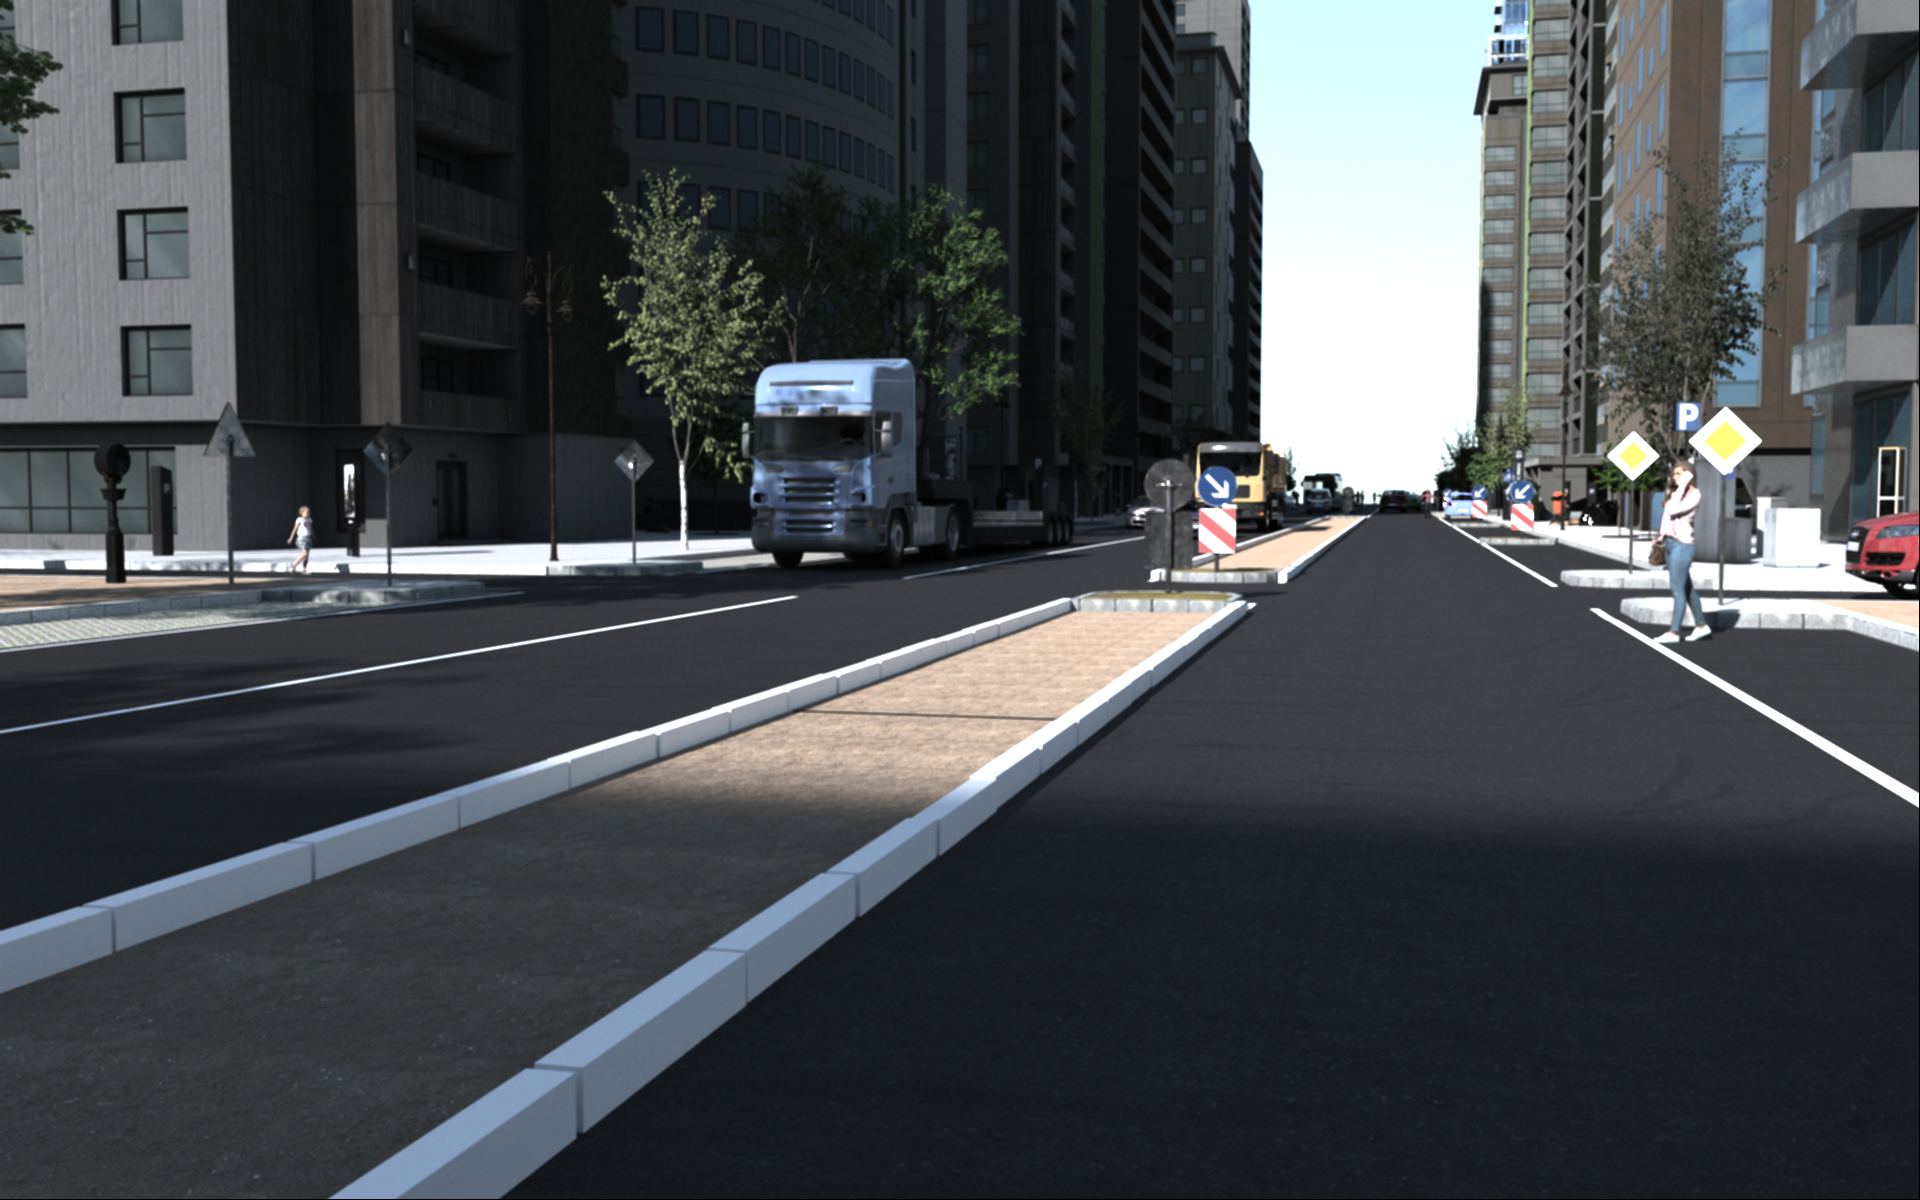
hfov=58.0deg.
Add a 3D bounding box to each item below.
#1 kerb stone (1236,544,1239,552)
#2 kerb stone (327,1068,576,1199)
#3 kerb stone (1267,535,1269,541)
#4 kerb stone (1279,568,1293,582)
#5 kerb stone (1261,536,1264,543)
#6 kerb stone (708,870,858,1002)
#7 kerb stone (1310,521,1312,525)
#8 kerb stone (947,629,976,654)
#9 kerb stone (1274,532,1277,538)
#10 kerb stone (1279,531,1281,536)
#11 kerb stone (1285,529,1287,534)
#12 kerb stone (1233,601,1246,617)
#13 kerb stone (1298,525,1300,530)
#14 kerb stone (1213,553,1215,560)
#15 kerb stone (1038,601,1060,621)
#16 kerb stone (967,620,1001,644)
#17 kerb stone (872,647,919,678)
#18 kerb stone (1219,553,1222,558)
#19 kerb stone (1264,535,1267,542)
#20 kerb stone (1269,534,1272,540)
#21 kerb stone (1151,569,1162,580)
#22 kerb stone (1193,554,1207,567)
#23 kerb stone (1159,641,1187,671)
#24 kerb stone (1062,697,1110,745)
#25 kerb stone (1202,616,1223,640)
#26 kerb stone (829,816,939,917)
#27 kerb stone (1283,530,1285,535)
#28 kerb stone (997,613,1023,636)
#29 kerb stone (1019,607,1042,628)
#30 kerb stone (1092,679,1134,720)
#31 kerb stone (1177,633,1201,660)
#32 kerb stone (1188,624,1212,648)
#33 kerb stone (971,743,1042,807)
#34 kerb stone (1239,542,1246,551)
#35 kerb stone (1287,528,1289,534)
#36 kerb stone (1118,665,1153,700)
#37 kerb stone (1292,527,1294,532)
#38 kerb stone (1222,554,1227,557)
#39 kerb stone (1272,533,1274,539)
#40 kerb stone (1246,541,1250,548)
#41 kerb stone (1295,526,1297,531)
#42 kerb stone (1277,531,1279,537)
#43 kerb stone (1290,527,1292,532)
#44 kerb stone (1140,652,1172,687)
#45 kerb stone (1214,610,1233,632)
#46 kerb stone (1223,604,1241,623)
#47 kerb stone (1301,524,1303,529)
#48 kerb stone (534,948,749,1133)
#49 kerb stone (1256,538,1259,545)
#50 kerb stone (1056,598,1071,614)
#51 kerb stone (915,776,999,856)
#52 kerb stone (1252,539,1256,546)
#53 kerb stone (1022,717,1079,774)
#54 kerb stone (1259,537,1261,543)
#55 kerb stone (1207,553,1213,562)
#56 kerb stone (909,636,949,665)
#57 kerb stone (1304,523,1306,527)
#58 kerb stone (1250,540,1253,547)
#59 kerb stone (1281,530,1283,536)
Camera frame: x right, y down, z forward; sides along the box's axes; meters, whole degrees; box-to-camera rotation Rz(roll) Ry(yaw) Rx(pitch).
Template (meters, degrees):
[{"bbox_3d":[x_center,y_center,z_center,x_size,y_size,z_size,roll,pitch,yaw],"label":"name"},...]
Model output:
[{"bbox_3d":[6.637,-1.223,42.194,0.120,0.150,1.000,1,4,14],"label":"kerb stone"},{"bbox_3d":[-1.033,1.152,3.377,0.120,0.150,1.000,1,4,14],"label":"kerb stone"},{"bbox_3d":[9.142,-1.831,52.139,0.120,0.150,1.000,1,4,14],"label":"kerb stone"},{"bbox_3d":[5.393,-0.398,28.779,0.120,0.150,1.000,1,4,14],"label":"kerb stone"},{"bbox_3d":[8.636,-1.710,50.152,0.120,0.150,1.000,1,4,14],"label":"kerb stone"},{"bbox_3d":[-0.533,1.029,5.368,0.120,0.150,1.000,1,4,14],"label":"kerb stone"},{"bbox_3d":[15.430,-3.349,76.973,0.120,0.150,1.000,1,4,14],"label":"kerb stone"},{"bbox_3d":[-0.055,0.398,15.824,0.120,0.150,1.000,1,4,14],"label":"kerb stone"},{"bbox_3d":[9.900,-2.013,55.114,0.120,0.150,1.000,1,4,14],"label":"kerb stone"},{"bbox_3d":[10.397,-2.133,57.100,0.120,0.150,1.000,1,4,14],"label":"kerb stone"},{"bbox_3d":[11.148,-2.317,60.077,0.120,0.150,1.000,1,4,14],"label":"kerb stone"},{"bbox_3d":[3.250,0.120,20.278,0.120,0.150,1.000,1,4,14],"label":"kerb stone"},{"bbox_3d":[13.160,-2.801,68.034,0.120,0.150,1.000,1,4,14],"label":"kerb stone"},{"bbox_3d":[5.372,-0.917,37.233,0.120,0.150,1.000,1,4,14],"label":"kerb stone"},{"bbox_3d":[0.956,0.149,19.802,0.120,0.150,1.000,1,4,14],"label":"kerb stone"},{"bbox_3d":[0.201,0.329,16.817,0.120,0.150,1.000,1,4,14],"label":"kerb stone"},{"bbox_3d":[-0.543,0.512,13.828,0.120,0.150,1.000,1,4,14],"label":"kerb stone"},{"bbox_3d":[5.620,-0.980,38.225,0.120,0.150,1.000,1,4,14],"label":"kerb stone"},{"bbox_3d":[8.893,-1.771,51.147,0.120,0.150,1.000,1,4,14],"label":"kerb stone"},{"bbox_3d":[9.392,-1.892,53.130,0.120,0.150,1.000,1,4,14],"label":"kerb stone"},{"bbox_3d":[3.364,-0.432,29.282,0.120,0.150,1.000,1,4,14],"label":"kerb stone"},{"bbox_3d":[4.864,-0.798,35.244,0.120,0.150,1.000,1,4,14],"label":"kerb stone"},{"bbox_3d":[1.739,0.482,14.320,0.120,0.150,1.000,1,4,14],"label":"kerb stone"},{"bbox_3d":[0.737,0.727,10.343,0.120,0.150,1.000,1,4,14],"label":"kerb stone"},{"bbox_3d":[2.494,0.299,17.299,0.120,0.150,1.000,1,4,14],"label":"kerb stone"},{"bbox_3d":[-0.274,0.968,6.362,0.120,0.150,1.000,1,4,14],"label":"kerb stone"},{"bbox_3d":[10.894,-2.256,59.083,0.120,0.150,1.000,1,4,14],"label":"kerb stone"},{"bbox_3d":[0.460,0.268,17.806,0.120,0.150,1.000,1,4,14],"label":"kerb stone"},{"bbox_3d":[0.707,0.208,18.798,0.120,0.150,1.000,1,4,14],"label":"kerb stone"},{"bbox_3d":[0.987,0.665,11.339,0.120,0.150,1.000,1,4,14],"label":"kerb stone"},{"bbox_3d":[1.990,0.428,15.311,0.120,0.150,1.000,1,4,14],"label":"kerb stone"},{"bbox_3d":[2.236,0.360,16.303,0.120,0.150,1.000,1,4,14],"label":"kerb stone"},{"bbox_3d":[0.225,0.847,8.348,0.120,0.150,1.000,1,4,14],"label":"kerb stone"},{"bbox_3d":[7.136,-1.345,44.190,0.120,0.150,1.000,1,4,14],"label":"kerb stone"},{"bbox_3d":[11.404,-2.377,61.066,0.120,0.150,1.000,1,4,14],"label":"kerb stone"},{"bbox_3d":[1.228,0.606,12.333,0.120,0.150,1.000,1,4,14],"label":"kerb stone"},{"bbox_3d":[12.154,-2.558,64.047,0.120,0.150,1.000,1,4,14],"label":"kerb stone"},{"bbox_3d":[5.877,-1.038,39.220,0.120,0.150,1.000,1,4,14],"label":"kerb stone"},{"bbox_3d":[9.645,-1.953,54.124,0.120,0.150,1.000,1,4,14],"label":"kerb stone"},{"bbox_3d":[7.388,-1.406,45.184,0.120,0.150,1.000,1,4,14],"label":"kerb stone"},{"bbox_3d":[12.661,-2.681,66.037,0.120,0.150,1.000,1,4,14],"label":"kerb stone"},{"bbox_3d":[10.148,-2.074,56.109,0.120,0.150,1.000,1,4,14],"label":"kerb stone"},{"bbox_3d":[11.909,-2.499,63.051,0.120,0.150,1.000,1,4,14],"label":"kerb stone"},{"bbox_3d":[1.489,0.543,13.321,0.120,0.150,1.000,1,4,14],"label":"kerb stone"},{"bbox_3d":[2.746,0.239,18.290,0.120,0.150,1.000,1,4,14],"label":"kerb stone"},{"bbox_3d":[2.994,0.178,19.286,0.120,0.150,1.000,1,4,14],"label":"kerb stone"},{"bbox_3d":[13.665,-2.925,70.023,0.120,0.150,1.000,1,4,14],"label":"kerb stone"},{"bbox_3d":[-0.779,1.090,4.376,0.120,0.150,1.000,1,4,14],"label":"kerb stone"},{"bbox_3d":[8.137,-1.585,48.165,0.120,0.150,1.000,1,4,14],"label":"kerb stone"},{"bbox_3d":[1.204,0.086,20.794,0.120,0.150,1.000,1,4,14],"label":"kerb stone"},{"bbox_3d":[-0.015,0.913,7.352,0.120,0.150,1.000,1,4,14],"label":"kerb stone"},{"bbox_3d":[7.882,-1.525,47.168,0.120,0.150,1.000,1,4,14],"label":"kerb stone"},{"bbox_3d":[0.482,0.786,9.351,0.120,0.150,1.000,1,4,14],"label":"kerb stone"},{"bbox_3d":[8.386,-1.649,49.161,0.120,0.150,1.000,1,4,14],"label":"kerb stone"},{"bbox_3d":[5.130,-0.859,36.240,0.120,0.150,1.000,1,4,14],"label":"kerb stone"},{"bbox_3d":[-0.304,0.450,14.832,0.120,0.150,1.000,1,4,14],"label":"kerb stone"},{"bbox_3d":[14.175,-3.047,72.011,0.120,0.150,1.000,1,4,14],"label":"kerb stone"},{"bbox_3d":[7.637,-1.464,46.175,0.120,0.150,1.000,1,4,14],"label":"kerb stone"},{"bbox_3d":[10.645,-2.196,58.092,0.120,0.150,1.000,1,4,14],"label":"kerb stone"}]
